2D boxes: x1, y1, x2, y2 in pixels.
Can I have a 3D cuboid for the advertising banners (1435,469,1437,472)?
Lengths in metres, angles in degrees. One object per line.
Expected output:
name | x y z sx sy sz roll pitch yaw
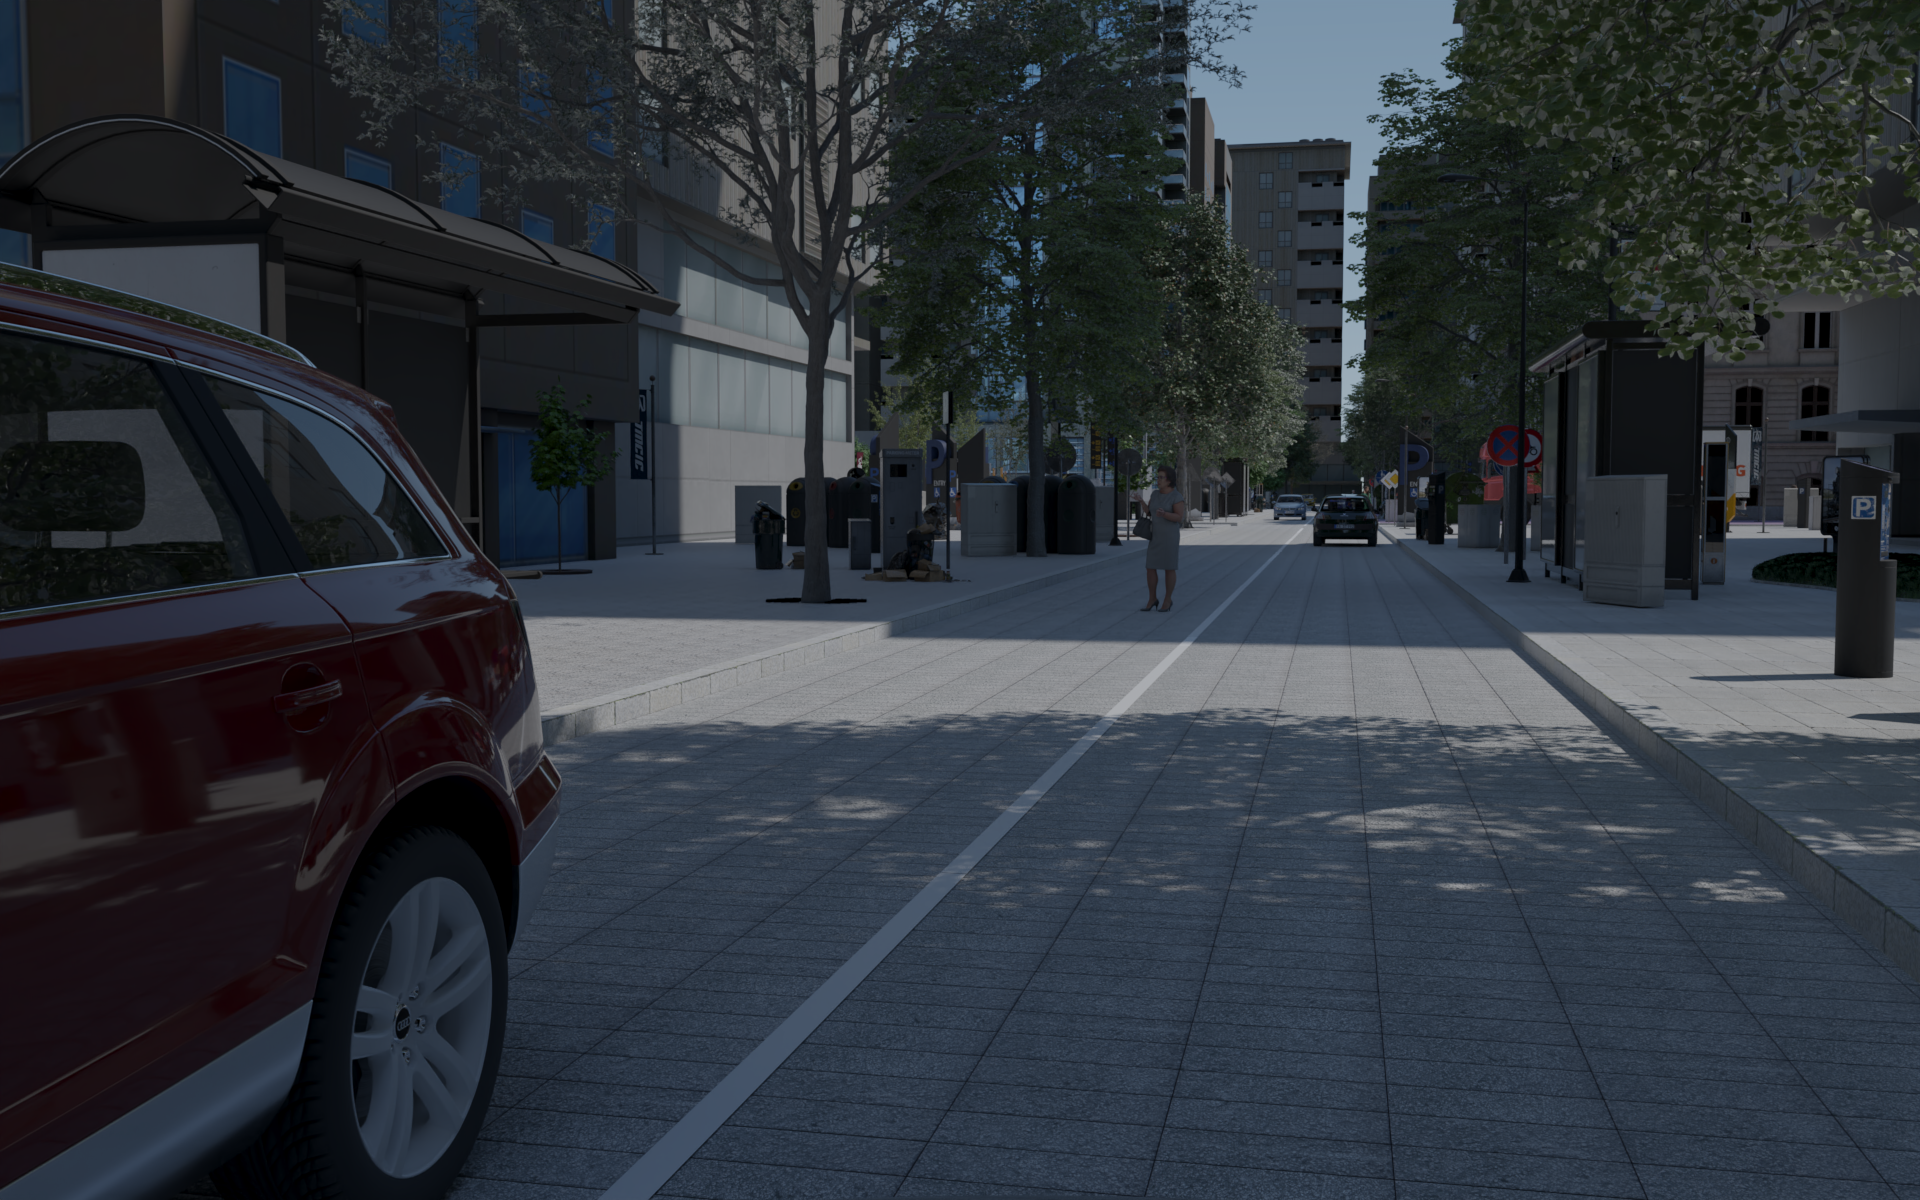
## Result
advertising banners | 33.838 -7.820 124.047 0.090 3.025 2.074 0 4 -1

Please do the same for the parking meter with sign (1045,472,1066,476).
parking meter with sign | 8.173 -9.489 151.400 1.738 3.016 0.543 1 4 20

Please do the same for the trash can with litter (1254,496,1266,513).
trash can with litter | 20.745 -6.646 120.052 0.624 1.170 1.055 2 4 27

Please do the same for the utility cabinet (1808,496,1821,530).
utility cabinet | 30.593 -3.065 61.278 1.020 1.237 0.306 0 4 -3

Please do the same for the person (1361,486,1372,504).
person | 18.418 -4.272 78.588 0.600 1.795 0.529 -2 4 -28

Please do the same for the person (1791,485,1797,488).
person | 33.008 -3.664 68.646 0.529 1.795 0.600 0 4 6

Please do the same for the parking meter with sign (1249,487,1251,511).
parking meter with sign | 22.197 -8.418 133.893 0.543 3.016 1.738 0 4 -1

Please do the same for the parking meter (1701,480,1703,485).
parking meter | 29.233 -3.834 68.394 0.399 1.863 0.255 2 4 31

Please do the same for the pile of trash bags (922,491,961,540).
pile of trash bags | -0.889 -2.342 48.038 3.447 1.369 1.912 3 5 42

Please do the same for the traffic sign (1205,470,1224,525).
traffic sign | 10.501 -4.153 71.545 0.795 2.450 0.064 1 4 12

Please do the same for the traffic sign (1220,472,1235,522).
traffic sign | 12.201 -4.630 79.348 0.795 2.450 0.064 1 4 12

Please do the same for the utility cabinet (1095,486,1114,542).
utility cabinet | 3.565 -2.271 45.812 1.173 1.500 0.318 -3 4 -37

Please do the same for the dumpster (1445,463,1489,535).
dumpster | 16.089 -3.240 55.462 1.502 2.255 1.985 1 4 12

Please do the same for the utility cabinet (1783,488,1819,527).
utility cabinet | 32.116 -3.515 66.150 1.173 1.500 0.318 2 4 24

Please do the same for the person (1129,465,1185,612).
person | 2.358 -0.748 21.091 0.716 1.782 0.532 3 5 45

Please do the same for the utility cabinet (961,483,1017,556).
utility cabinet | 0.600 -1.652 35.692 1.173 1.500 0.318 -2 4 -29

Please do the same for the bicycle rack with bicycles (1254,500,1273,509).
bicycle rack with bicycles | 25.009 -8.141 146.480 2.925 0.926 2.852 0 4 8

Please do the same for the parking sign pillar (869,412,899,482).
parking sign pillar | -2.461 -4.137 56.116 1.447 3.967 1.447 2 4 26

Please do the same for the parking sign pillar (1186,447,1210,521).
parking sign pillar | 10.814 -5.710 81.823 1.447 3.967 1.447 -3 5 -43

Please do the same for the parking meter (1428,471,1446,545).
parking meter | 12.140 -2.350 44.126 0.399 1.863 0.255 -2 4 -32

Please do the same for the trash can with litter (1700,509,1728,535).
trash can with litter | 23.243 -2.597 53.856 1.055 1.170 0.624 0 4 6

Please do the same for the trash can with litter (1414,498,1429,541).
trash can with litter | 13.034 -2.246 48.106 0.624 1.170 1.055 0 4 -7

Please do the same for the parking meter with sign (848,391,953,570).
parking meter with sign | -1.016 -2.029 29.432 1.738 3.016 0.543 -1 4 -10

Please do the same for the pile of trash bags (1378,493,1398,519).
pile of trash bags | 22.232 -4.777 87.859 1.912 1.369 3.447 1 4 10

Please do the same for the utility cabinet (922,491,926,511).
utility cabinet | -2.885 -7.150 125.586 0.318 1.500 1.173 2 4 29

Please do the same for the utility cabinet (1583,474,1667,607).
utility cabinet | 7.631 -0.688 19.936 0.318 1.500 1.173 -1 4 -12

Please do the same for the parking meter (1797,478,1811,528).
parking meter | 31.548 -3.612 64.772 0.255 1.863 0.399 -2 4 -24

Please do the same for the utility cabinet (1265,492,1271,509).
utility cabinet | 27.026 -8.761 151.919 0.318 1.500 1.173 1 4 19

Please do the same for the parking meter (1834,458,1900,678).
parking meter | 6.380 -0.231 12.186 0.372 1.533 0.369 0 3 0

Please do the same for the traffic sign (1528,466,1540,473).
traffic sign | 14.348 -2.707 44.264 0.884 2.594 0.081 1 4 20

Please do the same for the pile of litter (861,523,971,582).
pile of litter | -0.671 -0.714 25.639 1.719 0.858 1.176 3 5 44

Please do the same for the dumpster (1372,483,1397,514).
dumpster | 26.911 -6.556 109.687 1.502 2.255 1.985 1 4 12

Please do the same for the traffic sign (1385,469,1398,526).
traffic sign | 17.576 -4.058 69.989 0.795 2.450 0.064 1 4 12

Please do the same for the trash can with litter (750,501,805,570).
trash can with litter | -3.037 -1.115 29.610 1.055 1.170 0.624 -1 4 -16

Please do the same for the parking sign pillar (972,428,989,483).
parking sign pillar | 0.555 -5.051 71.062 1.447 3.967 1.447 3 4 36

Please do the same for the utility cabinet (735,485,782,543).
utility cabinet | -5.162 -2.184 44.388 1.173 1.500 0.318 0 4 -1

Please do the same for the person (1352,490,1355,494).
person | 32.451 -8.206 143.154 0.515 1.767 0.782 2 4 24

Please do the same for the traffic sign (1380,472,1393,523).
traffic sign | 19.275 -4.535 77.792 0.795 2.450 0.064 1 4 12

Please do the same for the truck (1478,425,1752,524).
truck | 26.936 -5.130 72.789 11.283 4.237 2.839 1 4 13

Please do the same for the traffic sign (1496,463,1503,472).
traffic sign | 13.781 -2.645 43.349 0.768 2.556 0.104 1 4 20

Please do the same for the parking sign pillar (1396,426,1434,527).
parking sign pillar | 17.832 -4.852 67.801 1.447 3.967 1.447 1 4 23

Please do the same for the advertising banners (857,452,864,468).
advertising banners | -4.512 -4.587 71.180 0.090 3.025 2.074 2 4 29

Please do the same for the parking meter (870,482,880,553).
parking meter | -1.772 -1.787 37.629 0.372 1.533 0.369 0 3 0

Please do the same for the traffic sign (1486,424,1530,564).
traffic sign | 10.031 -1.935 31.738 0.768 2.556 0.104 1 4 16

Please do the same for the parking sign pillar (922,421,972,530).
parking sign pillar | -0.663 -4.480 61.722 1.447 3.967 1.447 -3 4 -37
